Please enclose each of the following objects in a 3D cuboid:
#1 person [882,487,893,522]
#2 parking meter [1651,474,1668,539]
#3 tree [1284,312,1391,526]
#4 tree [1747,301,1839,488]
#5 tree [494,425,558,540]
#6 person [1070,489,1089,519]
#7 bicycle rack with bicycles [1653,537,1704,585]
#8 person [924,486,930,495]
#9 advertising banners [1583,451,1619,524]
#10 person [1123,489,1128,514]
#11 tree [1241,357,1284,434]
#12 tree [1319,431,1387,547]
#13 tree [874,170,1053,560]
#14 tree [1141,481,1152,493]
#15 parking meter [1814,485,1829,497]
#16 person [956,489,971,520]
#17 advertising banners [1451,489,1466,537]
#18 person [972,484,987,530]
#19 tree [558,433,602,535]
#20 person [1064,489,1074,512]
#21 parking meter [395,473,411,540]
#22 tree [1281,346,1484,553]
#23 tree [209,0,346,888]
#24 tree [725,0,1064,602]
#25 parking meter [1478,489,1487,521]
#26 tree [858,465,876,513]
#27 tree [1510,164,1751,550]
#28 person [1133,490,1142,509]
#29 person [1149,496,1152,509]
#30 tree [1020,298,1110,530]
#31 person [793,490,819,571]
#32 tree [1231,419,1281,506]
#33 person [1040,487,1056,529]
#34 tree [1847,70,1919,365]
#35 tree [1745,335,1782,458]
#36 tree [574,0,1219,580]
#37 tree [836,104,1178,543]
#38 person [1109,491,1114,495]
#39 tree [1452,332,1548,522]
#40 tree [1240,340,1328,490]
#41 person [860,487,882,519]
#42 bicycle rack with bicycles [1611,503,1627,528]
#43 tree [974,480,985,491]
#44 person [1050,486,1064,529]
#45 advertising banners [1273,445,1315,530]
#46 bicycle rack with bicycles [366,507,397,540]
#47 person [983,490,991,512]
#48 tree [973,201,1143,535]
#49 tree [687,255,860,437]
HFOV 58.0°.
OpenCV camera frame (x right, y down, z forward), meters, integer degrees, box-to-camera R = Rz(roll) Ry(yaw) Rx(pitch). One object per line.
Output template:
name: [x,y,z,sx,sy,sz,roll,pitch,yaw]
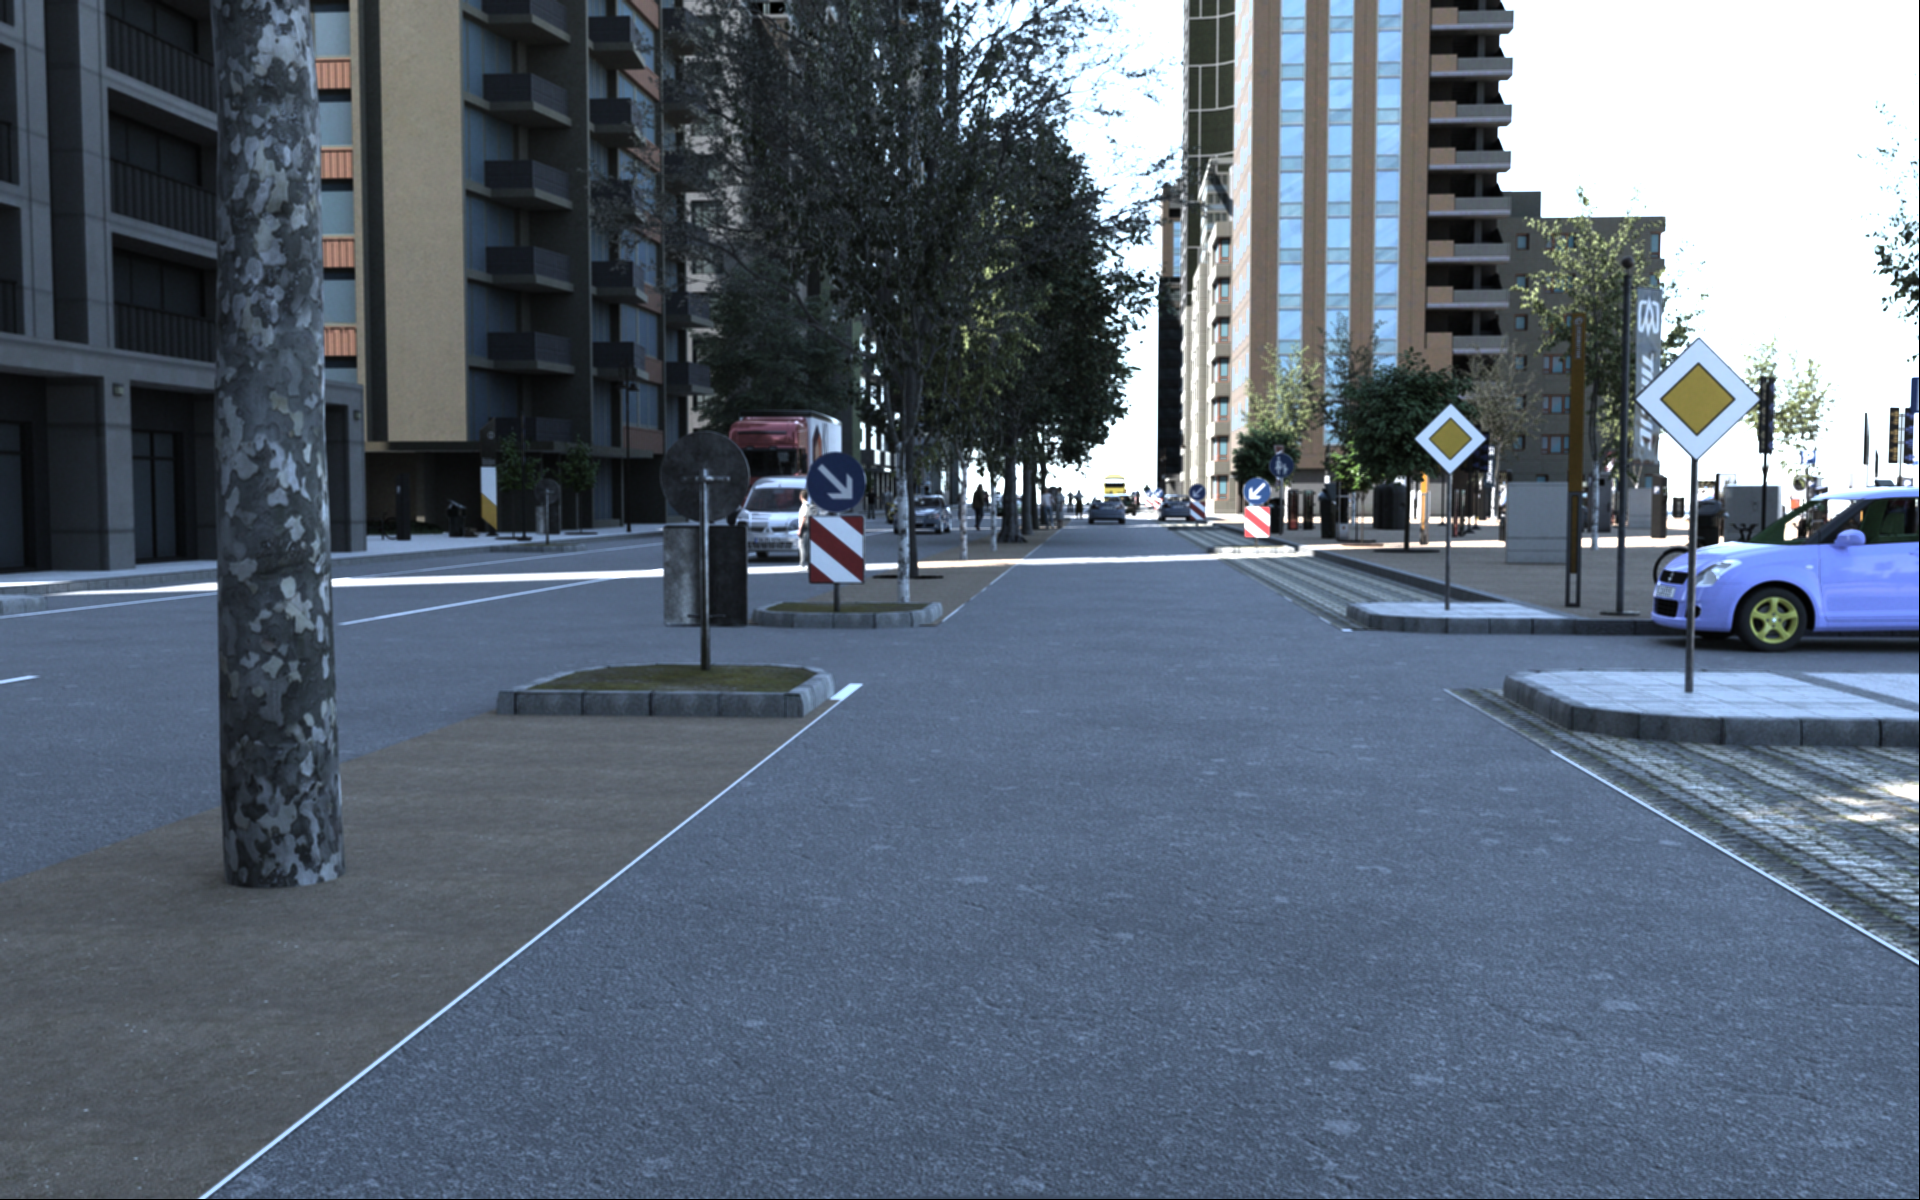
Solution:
person: [-3.642,-4.815,87.348,0.709,1.813,0.853,1,4,17]
parking meter: [20.149,-2.701,49.874,0.255,1.863,0.399,-2,4,-28]
tree: [15.703,-7.267,69.181,4.360,8.622,3.978,0,3,0]
tree: [30.617,-7.041,65.483,4.737,8.622,4.395,0,3,0]
tree: [-12.720,-3.329,49.031,1.663,3.219,1.824,0,3,0]
person: [6.900,-5.551,99.987,1.217,1.736,0.721,-1,4,-12]
bicycle rack with bicycles: [9.872,-0.450,20.737,2.925,0.926,2.852,1,4,16]
person: [-1.880,-5.414,96.649,0.705,1.869,1.348,2,4,27]
advertising banners: [25.767,-4.550,70.581,2.074,3.025,0.090,-1,4,-9]
person: [11.774,-6.982,122.670,0.705,1.822,1.348,2,4,35]
tree: [16.693,-8.474,88.912,4.360,8.622,3.978,0,3,0]
tree: [9.803,-2.940,42.673,1.663,3.219,1.824,0,3,0]
tree: [0.056,-5.188,37.648,4.737,8.622,4.395,0,3,0]
tree: [26.947,-15.572,249.209,1.663,3.219,1.824,0,3,0]
parking meter: [24.859,-2.544,50.013,0.372,1.533,0.369,0,3,0]
person: [0.228,-5.345,96.427,0.617,1.759,0.750,3,5,39]
advertising banners: [14.767,-3.385,51.528,0.090,3.025,2.074,2,4,30]
person: [0.759,-3.675,68.493,0.656,1.842,0.836,1,4,14]
tree: [-12.223,-3.702,55.131,1.663,3.219,1.824,0,3,0]
person: [8.608,-7.740,135.127,1.350,1.814,0.705,0,4,-1]
parking meter: [-15.466,-2.592,48.084,0.399,1.863,0.255,3,5,43]
tree: [9.873,-3.348,38.461,4.285,4.588,4.351,0,3,0]
tree: [-1.380,-8.963,4.894,12.611,20.169,13.585,0,3,0]
tree: [-0.704,-4.166,20.926,4.360,8.622,3.978,0,3,0]
parking meter: [25.197,-4.592,83.487,0.372,1.533,0.369,0,3,0]
tree: [-6.485,-7.440,116.242,1.663,3.219,1.824,0,3,0]
tree: [14.734,-5.437,39.265,4.737,8.622,4.395,0,3,0]
person: [17.428,-9.870,169.888,1.348,1.823,0.705,-3,5,-40]
person: [16.789,-8.817,153.603,0.436,1.711,0.756,0,4,8]
tree: [3.781,-9.247,79.396,9.928,11.665,9.643,0,3,0]
person: [-2.890,-1.297,32.298,0.523,1.515,0.503,-1,4,-14]
tree: [13.315,-5.617,75.559,4.285,4.588,4.351,0,3,0]
person: [3.719,-3.817,71.585,0.731,1.740,0.598,-1,4,-19]
tree: [17.466,-4.866,29.914,4.360,8.622,3.978,0,3,0]
tree: [36.217,-7.573,74.177,4.360,8.622,3.978,0,3,0]
tree: [-0.896,-7.111,29.092,12.009,13.543,11.850,0,3,0]
tree: [1.478,-8.011,50.441,9.611,12.733,9.660,0,3,0]
person: [14.212,-9.348,162.283,0.756,1.711,0.436,2,4,32]
tree: [24.793,-7.926,79.955,4.360,8.622,3.978,0,3,0]
tree: [15.484,-8.071,82.317,4.737,8.622,4.395,0,3,0]
person: [-5.062,-5.530,98.929,1.348,1.822,0.705,-1,4,-13]
bicycle rack with bicycles: [26.049,-3.301,67.353,2.925,0.926,2.852,-1,4,-10]
tree: [2.838,-14.511,231.852,1.663,3.219,1.824,0,3,0]
person: [3.965,-3.750,70.376,0.524,1.755,0.480,-2,4,-33]
advertising banners: [11.910,-4.010,61.758,2.074,3.025,0.090,-2,4,-34]
bicycle rack with bicycles: [-17.392,-2.126,48.144,2.925,0.926,2.852,1,4,14]
person: [2.204,-7.859,137.709,1.217,1.743,0.721,-2,4,-24]
tree: [2.405,-8.508,59.685,7.486,12.596,7.792,0,3,0]
tree: [-9.691,-11.268,90.883,9.857,13.997,8.962,0,3,0]
